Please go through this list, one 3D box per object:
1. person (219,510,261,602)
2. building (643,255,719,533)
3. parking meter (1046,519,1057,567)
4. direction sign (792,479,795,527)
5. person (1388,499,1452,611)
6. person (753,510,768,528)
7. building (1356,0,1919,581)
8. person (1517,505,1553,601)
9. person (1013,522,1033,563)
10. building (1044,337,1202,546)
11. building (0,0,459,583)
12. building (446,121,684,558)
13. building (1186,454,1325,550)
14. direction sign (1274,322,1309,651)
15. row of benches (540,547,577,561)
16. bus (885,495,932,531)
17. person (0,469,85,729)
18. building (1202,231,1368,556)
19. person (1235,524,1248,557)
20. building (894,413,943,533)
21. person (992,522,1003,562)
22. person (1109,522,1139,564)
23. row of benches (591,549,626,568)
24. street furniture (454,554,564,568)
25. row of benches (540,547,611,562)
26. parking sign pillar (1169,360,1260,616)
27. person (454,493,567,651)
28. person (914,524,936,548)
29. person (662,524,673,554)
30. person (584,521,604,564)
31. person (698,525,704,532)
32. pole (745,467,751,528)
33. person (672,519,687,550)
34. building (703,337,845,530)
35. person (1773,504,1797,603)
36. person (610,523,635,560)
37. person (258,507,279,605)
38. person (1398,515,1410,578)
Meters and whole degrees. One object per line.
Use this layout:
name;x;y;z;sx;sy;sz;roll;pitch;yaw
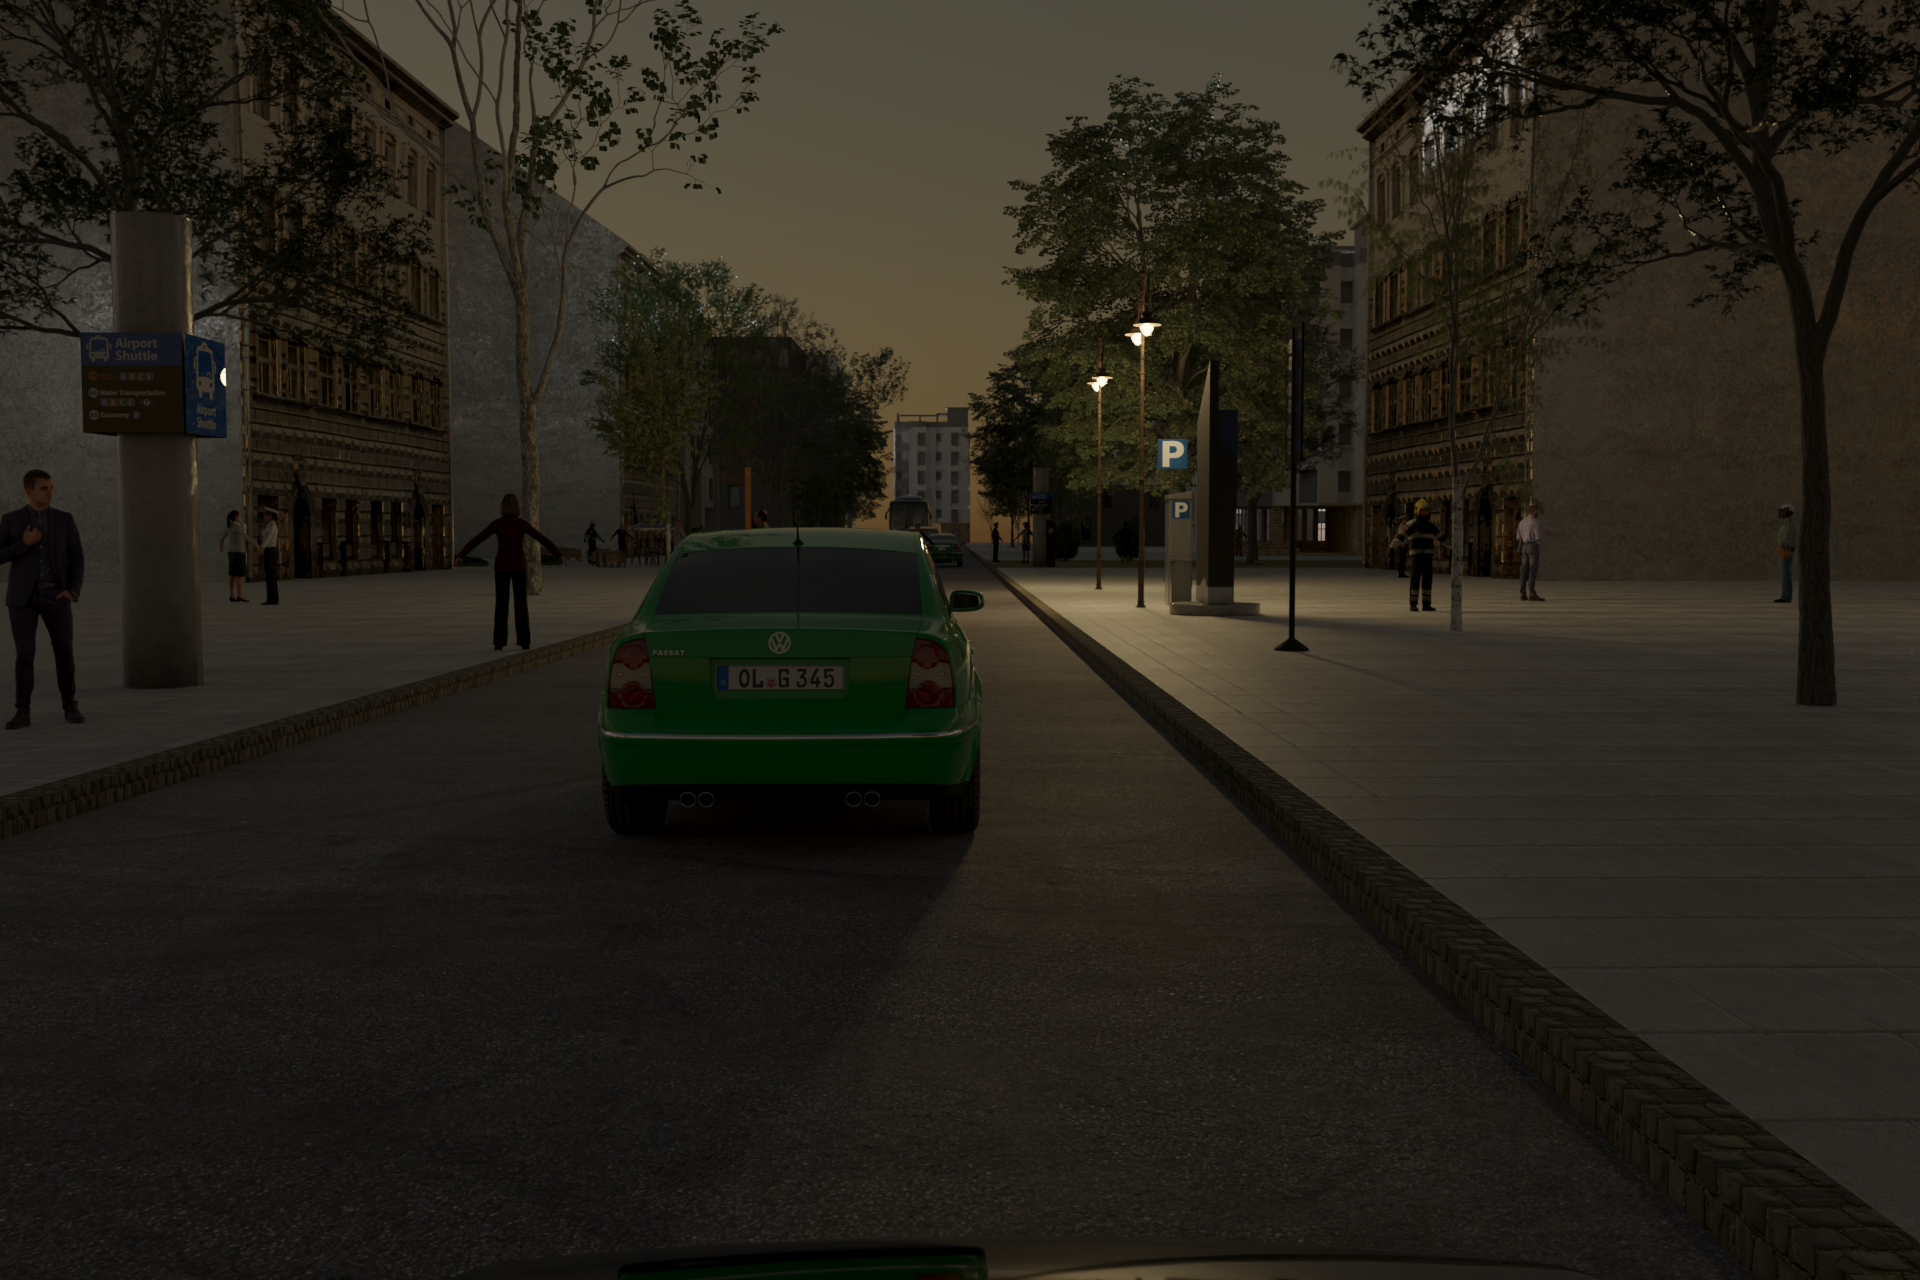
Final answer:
person;-13.600;-1.583;32.715;1.217;1.735;0.721;2;4;32
building;-28.187;-15.822;125.149;16.747;18.905;31.486;0;4;1
parking meter;3.521;-3.740;66.867;0.399;1.863;0.255;0;4;-1
direction sign;-6.832;-4.837;71.082;0.379;3.537;0.876;0;4;2
person;7.674;-1.405;28.741;1.351;1.858;0.704;-1;4;-15
person;-3.027;-1.071;26.243;0.705;1.796;1.348;1;4;14
building;24.580;-13.749;55.719;19.493;23.208;18.063;0;4;-1
person;11.050;-1.670;33.221;0.599;1.838;0.709;-1;4;-21
person;2.896;-4.316;76.705;1.345;1.843;0.704;3;5;43
building;23.178;-21.543;196.205;27.936;21.610;32.646;0;4;0
building;-27.799;-13.622;53.646;19.493;23.208;18.063;0;4;0
building;-26.947;-16.418;99.357;19.493;23.208;18.063;0;4;0
building;23.554;-11.670;132.947;9.099;9.664;28.070;0;3;0
direction sign;3.658;-1.651;18.998;0.379;3.537;0.876;0;4;0
row of benches;-19.461;-4.138;83.127;1.422;0.672;4.104;1;4;10
bus;-3.231;-7.503;114.215;2.896;3.916;12.251;0;3;0
person;-6.161;-0.284;11.598;0.541;1.710;0.530;-1;4;-22
building;21.284;-15.799;114.737;16.016;20.090;11.380;0;3;0
person;15.895;-5.679;98.619;1.354;1.858;0.705;2;4;34
building;-9.700;-24.690;262.562;11.380;20.090;16.016;0;4;8
person;1.669;-4.478;79.146;0.705;1.837;1.347;-1;4;-16
person;7.189;-4.242;75.500;1.346;1.812;0.704;0;4;-2
row of benches;-13.744;-3.197;67.731;1.422;0.672;4.104;-1;4;-22
street furniture;-21.173;-3.248;68.729;10.072;0.657;5.734;1;4;13
row of benches;-18.162;-3.947;80.001;4.104;0.672;1.422;-1;4;-23
parking sign pillar;4.069;-2.392;27.576;1.447;3.967;1.447;0;4;-1
person;-4.973;-0.757;19.182;1.215;1.729;0.721;-1;4;-14
person;-1.546;-3.366;63.684;1.347;1.806;0.705;0;4;-8
person;-15.368;-5.247;91.763;0.705;1.833;1.349;-3;5;-39
person;-15.669;-4.165;73.875;0.705;1.856;1.354;2;4;25
person;-14.460;-5.534;96.604;0.705;1.813;1.348;2;4;29
pole;-6.472;-3.613;52.922;0.158;3.312;0.155;0;3;0
person;-9.952;-3.391;61.594;0.704;1.811;1.347;-3;4;-37
building;-28.015;-21.503;195.550;27.936;21.610;32.646;0;3;0
person;15.417;-1.624;32.386;0.704;1.849;1.345;2;4;28
person;-16.388;-4.756;83.983;1.346;1.802;0.704;-3;4;-38
person;-12.573;-1.524;31.380;0.721;1.778;1.216;-1;4;-15
person;13.025;-2.754;50.814;0.704;1.855;1.343;1;4;22
